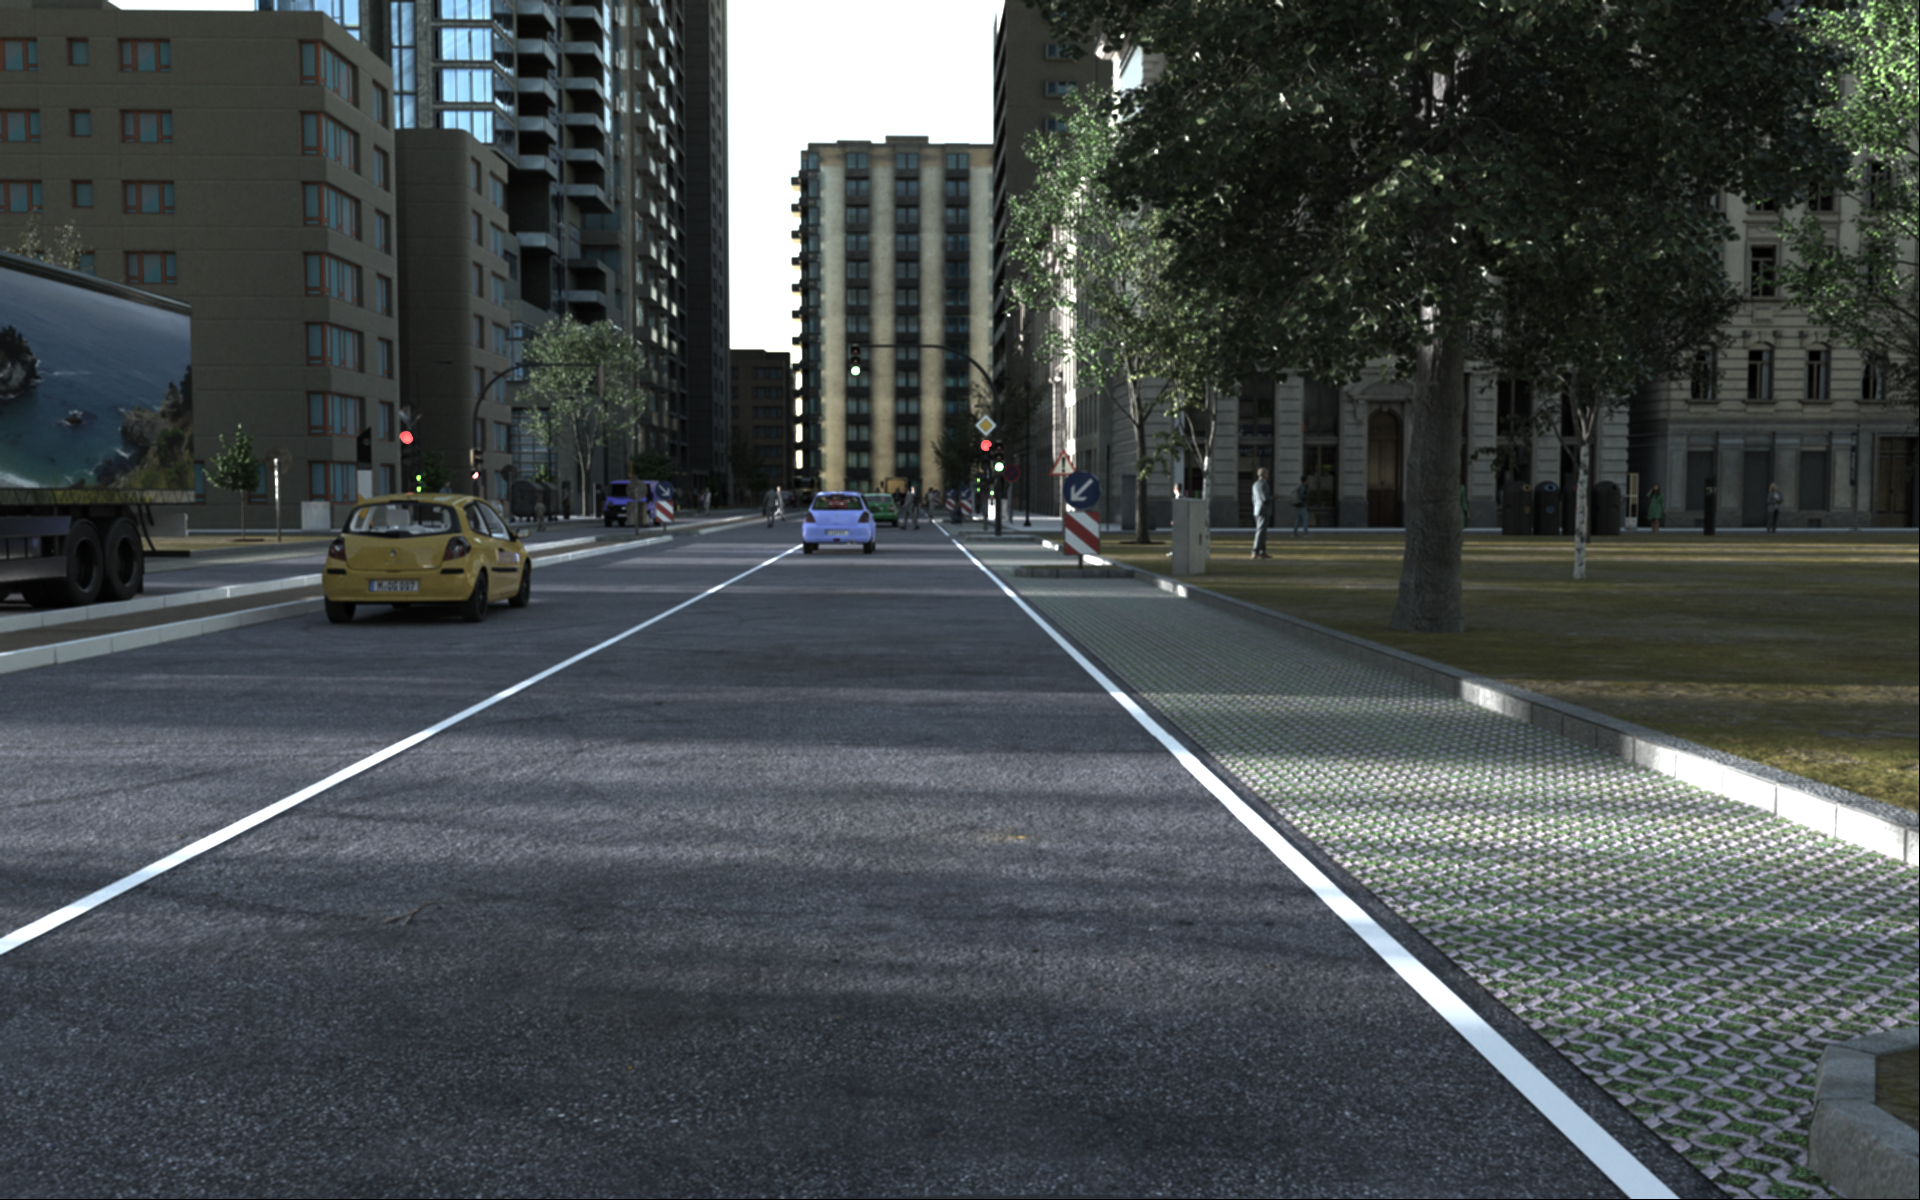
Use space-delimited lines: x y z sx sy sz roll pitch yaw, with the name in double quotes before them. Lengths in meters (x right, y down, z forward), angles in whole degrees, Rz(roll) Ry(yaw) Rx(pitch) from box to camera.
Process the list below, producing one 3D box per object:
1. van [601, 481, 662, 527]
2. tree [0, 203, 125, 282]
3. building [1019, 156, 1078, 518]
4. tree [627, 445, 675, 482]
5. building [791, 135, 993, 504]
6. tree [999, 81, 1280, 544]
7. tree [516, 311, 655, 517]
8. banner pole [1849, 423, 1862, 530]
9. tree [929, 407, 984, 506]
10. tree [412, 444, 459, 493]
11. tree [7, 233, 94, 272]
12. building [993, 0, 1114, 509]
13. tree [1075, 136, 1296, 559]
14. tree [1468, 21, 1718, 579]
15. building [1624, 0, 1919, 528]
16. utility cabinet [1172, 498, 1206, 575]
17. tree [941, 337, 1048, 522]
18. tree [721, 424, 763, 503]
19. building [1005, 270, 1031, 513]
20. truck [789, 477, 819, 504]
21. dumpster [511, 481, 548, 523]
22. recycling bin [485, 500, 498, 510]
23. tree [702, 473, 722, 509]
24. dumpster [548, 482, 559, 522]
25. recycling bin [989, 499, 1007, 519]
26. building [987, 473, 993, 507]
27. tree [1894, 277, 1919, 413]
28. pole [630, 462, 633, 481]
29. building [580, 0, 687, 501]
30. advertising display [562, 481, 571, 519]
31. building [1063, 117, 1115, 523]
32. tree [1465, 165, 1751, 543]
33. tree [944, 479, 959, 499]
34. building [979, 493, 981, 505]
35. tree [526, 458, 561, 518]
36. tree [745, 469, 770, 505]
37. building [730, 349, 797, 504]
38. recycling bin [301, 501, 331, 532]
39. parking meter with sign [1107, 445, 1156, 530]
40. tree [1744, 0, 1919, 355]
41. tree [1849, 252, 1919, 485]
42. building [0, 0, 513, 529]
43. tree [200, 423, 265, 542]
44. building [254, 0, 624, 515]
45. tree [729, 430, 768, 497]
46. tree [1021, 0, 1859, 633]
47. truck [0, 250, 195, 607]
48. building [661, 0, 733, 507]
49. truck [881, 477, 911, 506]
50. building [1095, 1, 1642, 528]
"van" -14.487 -4.430 76.819 2.240 2.365 5.245 0 4 -2
"tree" -23.841 -5.780 44.868 4.360 8.622 3.978 0 3 0
"building" 10.970 -16.076 104.635 13.314 21.916 24.055 0 4 -2
"tree" -20.853 -8.149 116.947 4.285 4.588 4.351 0 3 0
"building" -7.197 -37.575 233.967 30.456 49.044 23.786 0 4 -2
"tree" 4.569 -7.264 44.519 9.928 11.665 9.643 0 3 0
"tree" -21.186 -10.540 98.082 9.928 11.665 9.643 0 3 0
"banner pole" 31.837 -4.380 61.633 0.401 3.779 0.863 0 4 7
"tree" -0.272 -12.507 154.847 4.737 8.622 4.395 0 3 0
"tree" -20.486 -4.425 66.945 1.663 3.219 1.824 0 3 0
"tree" -25.798 -6.081 49.782 4.737 8.622 4.395 0 3 0
"building" 14.104 -32.413 153.652 21.300 48.544 21.600 0 4 -2
"tree" 4.684 -5.123 34.118 4.737 8.622 4.395 0 3 0
"tree" 9.421 -4.640 26.231 4.360 8.622 3.978 0 3 0
"building" 35.195 -13.461 69.246 18.267 20.994 9.793 0 4 -2
"utility cabinet" 3.692 -1.023 27.883 0.306 1.237 1.020 1 4 23
"tree" 2.096 -7.975 80.754 4.360 8.622 3.978 0 3 0
"tree" -23.276 -14.247 183.293 4.737 8.622 4.395 0 3 0
"building" 9.157 -16.047 126.991 10.561 19.102 19.286 0 4 -2
"truck" -17.866 -12.509 200.449 3.469 3.379 9.791 0 4 -3
"dumpster" -19.646 -4.453 78.573 1.264 1.857 1.865 0 4 -2
"recycling bin" -19.131 -3.531 70.279 0.722 1.027 0.722 1 4 11
"tree" -22.031 -9.759 154.162 1.663 3.219 1.824 0 3 0
"dumpster" -19.488 -4.584 80.708 1.264 1.857 1.865 0 4 -2
"recycling bin" 1.952 -4.672 88.936 0.722 1.027 0.722 -2 4 -25
"building" 13.070 -45.000 174.004 20.563 71.187 20.611 0 4 -2
"tree" 29.483 -6.151 50.934 4.737 8.622 4.395 0 3 0
"pole" -20.705 -7.051 109.134 0.158 3.312 0.155 0 3 0
"building" -36.841 -32.445 150.076 23.786 49.044 30.456 0 4 -2
"advertising display" -19.929 -5.045 87.697 0.123 1.923 0.974 -2 4 -30
"building" 10.975 -14.008 83.783 10.420 20.320 16.860 0 4 -2
"tree" 16.567 -6.758 44.907 7.601 10.594 8.767 -2 4 -33
"tree" -1.113 -12.408 197.466 1.663 3.219 1.824 0 3 0
"building" 18.410 -30.924 197.496 32.217 40.220 23.993 0 4 -2
"tree" -21.933 -5.939 91.699 1.663 3.219 1.824 0 3 0
"tree" -24.980 -14.010 212.777 4.285 4.588 4.351 0 3 0
"building" -37.508 -23.878 235.441 28.899 21.520 27.650 0 4 -2
"recycling bin" -22.198 -2.883 59.687 0.722 1.027 0.722 3 5 43
"parking meter with sign" 6.047 -3.967 61.123 1.738 3.016 0.543 0 4 3
"tree" 17.486 -6.335 29.326 9.928 11.665 9.643 0 3 0
"tree" 25.953 -5.824 45.578 4.360 8.622 3.978 0 3 0
"building" -37.044 -14.144 76.293 27.650 21.520 28.899 0 4 -2
"tree" -19.570 -3.224 47.320 1.663 3.219 1.824 0 3 0
"building" -34.970 -49.211 117.269 22.319 86.520 31.000 0 4 -2
"tree" -23.972 -14.927 194.422 4.360 8.622 3.978 0 3 0
"tree" 4.444 -6.691 16.057 9.857 13.997 8.962 0 3 0
"truck" -12.133 -1.887 19.770 2.839 4.237 11.283 0 4 -3
"building" -37.364 -46.383 196.610 20.611 71.187 20.563 0 4 -2
"truck" -7.273 -12.300 197.020 3.469 3.379 9.791 0 4 -2
"building" 15.889 -14.704 69.289 19.941 23.489 11.050 0 4 -2
